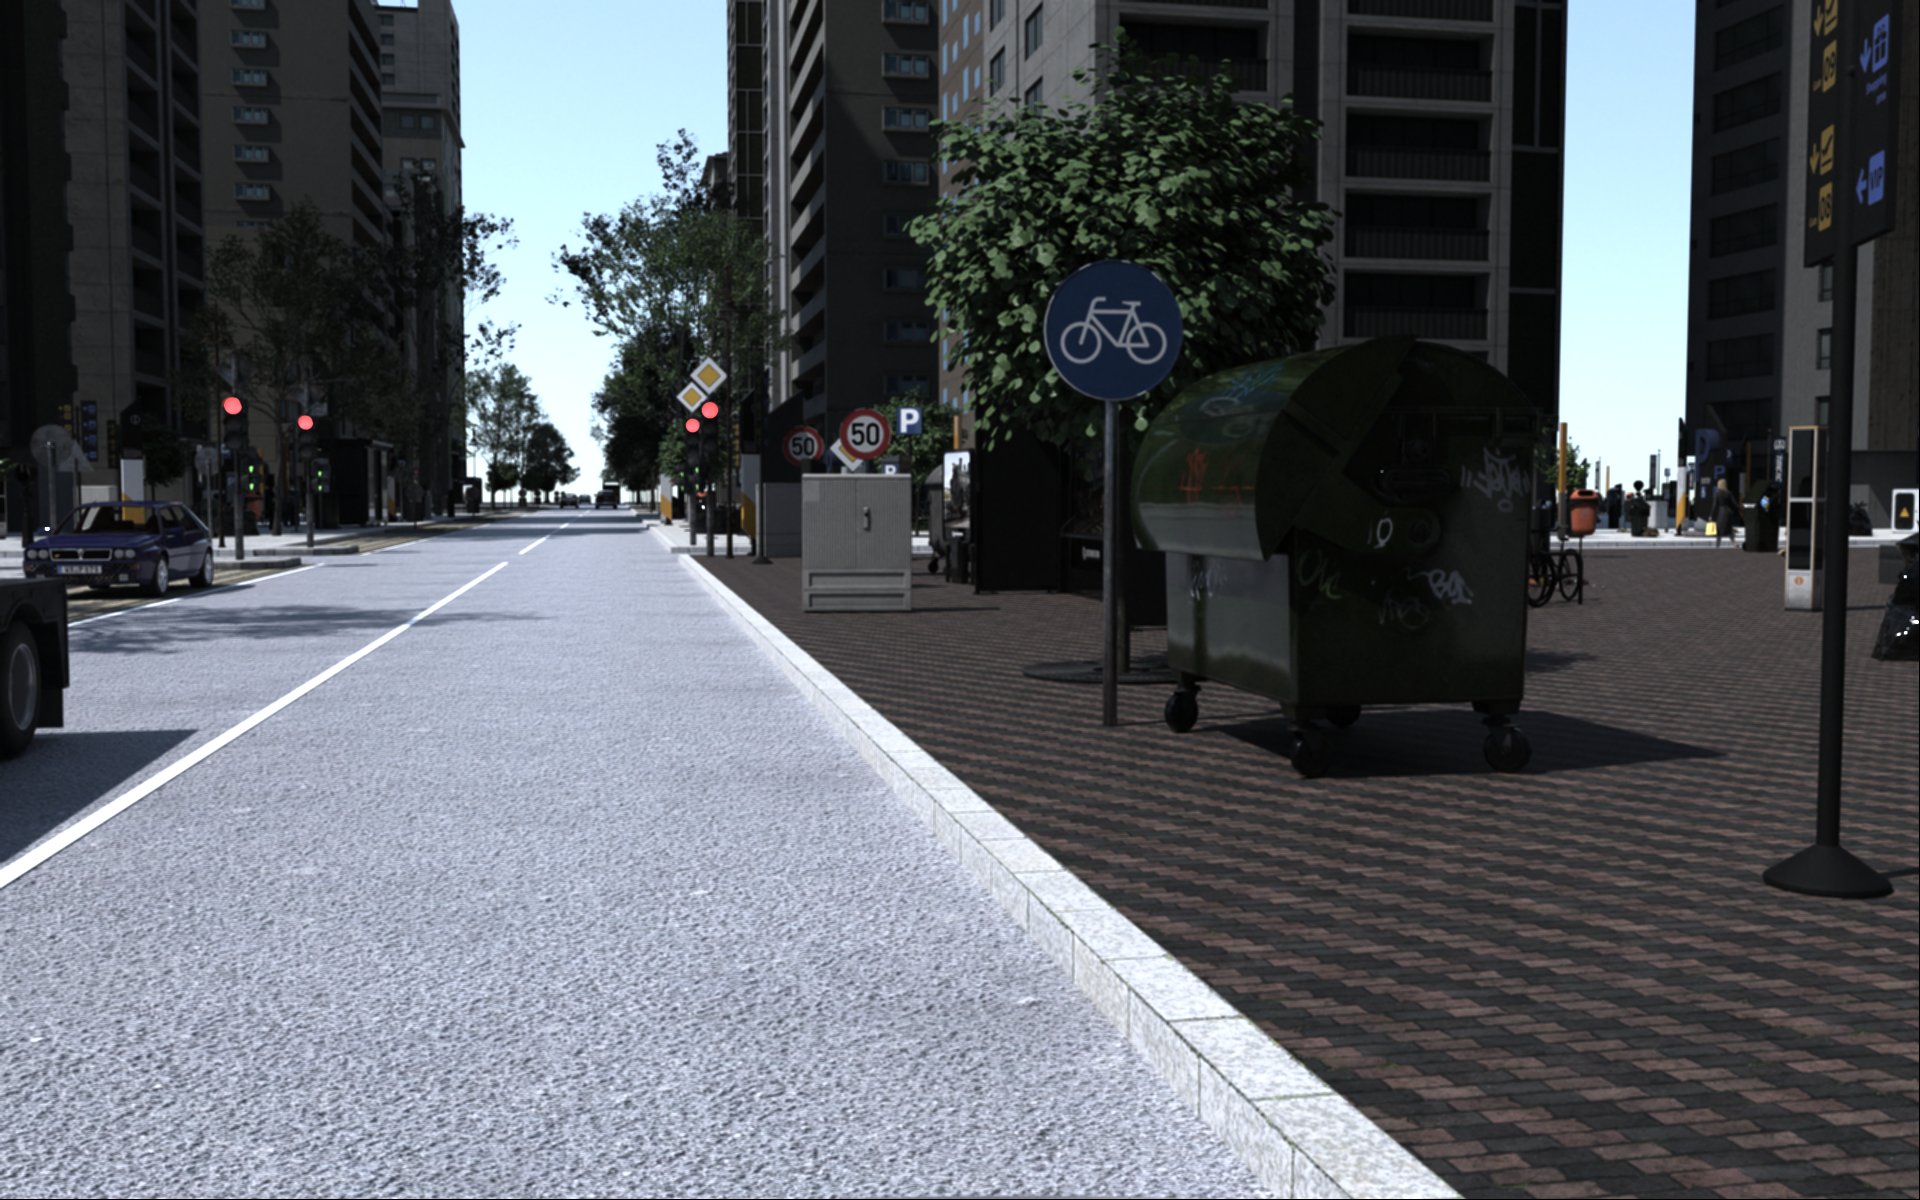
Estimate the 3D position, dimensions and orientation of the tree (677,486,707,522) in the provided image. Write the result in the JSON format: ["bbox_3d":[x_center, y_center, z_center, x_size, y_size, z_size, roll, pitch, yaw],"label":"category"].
[{"bbox_3d":[-12.476,-5.242,80.311,1.663,3.219,1.824,0,3,0],"label":"tree"}]

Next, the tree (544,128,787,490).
[{"bbox_3d":[-15.681,-14.467,92.418,12.611,20.169,13.585,0,3,0],"label":"tree"}]

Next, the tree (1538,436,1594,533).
[{"bbox_3d":[20.098,-3.822,57.097,1.663,3.219,1.824,0,3,0],"label":"tree"}]

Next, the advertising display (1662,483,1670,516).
[{"bbox_3d":[41.157,-5.829,100.515,0.974,1.923,0.123,-1,4,-19],"label":"advertising display"}]

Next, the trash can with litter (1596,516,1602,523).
[{"bbox_3d":[28.037,-4.027,77.234,1.055,1.170,0.624,-1,4,-12],"label":"trash can with litter"}]

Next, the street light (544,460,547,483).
[{"bbox_3d":[-56.455,-16.100,236.030,0.468,5.910,1.993,-1,4,-11],"label":"street light"}]

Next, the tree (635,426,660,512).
[{"bbox_3d":[-21.656,-10.644,124.383,4.360,8.622,3.978,0,3,0],"label":"tree"}]

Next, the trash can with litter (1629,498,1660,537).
[{"bbox_3d":[20.482,-2.465,51.692,0.624,1.170,1.055,-1,4,-16],"label":"trash can with litter"}]

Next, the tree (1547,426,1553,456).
[{"bbox_3d":[16.603,-4.286,53.787,4.285,4.588,4.351,0,3,0],"label":"tree"}]

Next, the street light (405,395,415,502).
[{"bbox_3d":[-25.185,-6.534,79.626,0.468,5.910,1.993,-1,4,-11],"label":"street light"}]

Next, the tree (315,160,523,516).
[{"bbox_3d":[-31.731,-15.001,101.157,12.611,20.169,13.585,0,3,0],"label":"tree"}]

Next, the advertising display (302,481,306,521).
[{"bbox_3d":[-31.353,-4.813,83.906,0.123,1.923,0.974,3,5,42],"label":"advertising display"}]

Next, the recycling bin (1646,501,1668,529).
[{"bbox_3d":[25.599,-3.143,63.936,0.722,1.027,0.722,-2,4,-31],"label":"recycling bin"}]

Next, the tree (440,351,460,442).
[{"bbox_3d":[-26.013,-8.101,82.821,4.360,8.622,3.978,0,3,0],"label":"tree"}]

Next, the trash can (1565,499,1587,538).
[{"bbox_3d":[18.135,-2.403,50.944,0.748,1.137,0.748,0,3,0],"label":"trash can"}]

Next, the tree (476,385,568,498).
[{"bbox_3d":[-46.791,-16.760,184.392,12.009,13.543,11.850,0,3,0],"label":"tree"}]

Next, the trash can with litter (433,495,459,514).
[{"bbox_3d":[-33.335,-6.115,111.038,2.233,1.210,1.678,-1,4,-14],"label":"trash can with litter"}]

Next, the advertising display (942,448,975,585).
[{"bbox_3d":[-0.002,-1.195,24.760,0.123,1.923,0.974,-2,4,-25],"label":"advertising display"}]

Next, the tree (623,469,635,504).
[{"bbox_3d":[-29.776,-11.009,163.714,4.285,4.588,4.351,0,3,0],"label":"tree"}]

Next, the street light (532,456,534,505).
[{"bbox_3d":[-48.819,-13.773,197.967,0.468,5.910,1.993,-1,4,-11],"label":"street light"}]

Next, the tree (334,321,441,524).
[{"bbox_3d":[-24.380,-7.520,73.315,4.360,8.622,3.978,0,3,0],"label":"tree"}]

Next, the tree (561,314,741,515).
[{"bbox_3d":[-18.336,-11.666,107.750,9.611,12.733,9.660,0,3,0],"label":"tree"}]

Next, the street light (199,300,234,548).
[{"bbox_3d":[-17.702,-4.194,41.366,0.468,5.910,1.993,-1,4,-11],"label":"street light"}]

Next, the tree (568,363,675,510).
[{"bbox_3d":[-24.130,-13.788,135.796,12.009,13.543,11.850,0,3,0],"label":"tree"}]

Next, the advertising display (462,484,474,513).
[{"bbox_3d":[-32.596,-6.705,114.839,0.974,1.923,0.123,2,4,31],"label":"advertising display"}]

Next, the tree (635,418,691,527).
[{"bbox_3d":[-10.239,-5.128,67.564,4.285,4.588,4.351,0,3,0],"label":"tree"}]

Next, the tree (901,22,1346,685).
[{"bbox_3d":[1.203,-1.748,12.290,4.285,4.588,4.351,0,3,0],"label":"tree"}]

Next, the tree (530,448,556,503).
[{"bbox_3d":[-62.557,-18.946,260.129,4.360,8.622,3.978,0,3,0],"label":"tree"}]

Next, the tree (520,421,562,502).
[{"bbox_3d":[-64.326,-21.586,269.940,9.611,12.733,9.660,0,3,0],"label":"tree"}]

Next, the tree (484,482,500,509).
[{"bbox_3d":[-41.002,-9.616,151.820,1.663,3.219,1.824,0,3,0],"label":"tree"}]

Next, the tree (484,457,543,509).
[{"bbox_3d":[-38.933,-10.028,147.674,4.285,4.588,4.351,0,3,0],"label":"tree"}]

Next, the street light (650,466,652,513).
[{"bbox_3d":[-20.830,-8.803,116.720,0.468,5.910,1.993,-1,4,-11],"label":"street light"}]

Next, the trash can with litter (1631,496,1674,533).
[{"bbox_3d":[22.800,-2.845,57.577,2.233,1.210,1.678,1,4,18],"label":"trash can with litter"}]

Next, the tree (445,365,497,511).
[{"bbox_3d":[-35.819,-12.678,133.038,9.928,11.665,9.643,0,3,0],"label":"tree"}]

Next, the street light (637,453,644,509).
[{"bbox_3d":[-28.012,-11.005,152.716,0.468,5.910,1.993,-1,4,-11],"label":"street light"}]

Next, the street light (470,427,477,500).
[{"bbox_3d":[-32.806,-8.823,117.046,0.468,5.910,1.993,-1,4,-11],"label":"street light"}]

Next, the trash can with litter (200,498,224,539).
[{"bbox_3d":[-21.755,-2.380,50.299,0.624,1.170,1.055,-1,4,-18],"label":"trash can with litter"}]

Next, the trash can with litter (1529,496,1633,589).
[{"bbox_3d":[8.414,-0.825,24.539,1.678,1.210,2.233,2,4,30],"label":"trash can with litter"}]

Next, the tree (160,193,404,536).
[{"bbox_3d":[-20.746,-7.265,53.193,7.601,10.594,8.767,-1,4,-22],"label":"tree"}]

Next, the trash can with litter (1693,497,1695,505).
[{"bbox_3d":[42.447,-5.415,99.929,0.624,1.170,1.055,0,4,7],"label":"trash can with litter"}]

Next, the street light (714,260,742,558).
[{"bbox_3d":[-4.594,-3.768,34.394,0.468,5.910,1.993,-1,4,-11],"label":"street light"}]

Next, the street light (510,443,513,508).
[{"bbox_3d":[-40.297,-11.170,155.409,0.468,5.910,1.993,-1,4,-11],"label":"street light"}]

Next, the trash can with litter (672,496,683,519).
[{"bbox_3d":[-14.653,-4.785,89.622,0.624,1.170,1.055,-3,5,-39],"label":"trash can with litter"}]

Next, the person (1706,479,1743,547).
[{"bbox_3d":[19.123,-2.064,42.470,1.509,1.804,0.699,2,4,27],"label":"person"}]

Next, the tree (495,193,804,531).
[{"bbox_3d":[-9.057,-8.201,59.845,9.928,11.665,9.643,0,3,0],"label":"tree"}]

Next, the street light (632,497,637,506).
[{"bbox_3d":[-35.652,-13.354,191.117,0.468,5.910,1.993,-1,4,-11],"label":"street light"}]

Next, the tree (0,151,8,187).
[{"bbox_3d":[-13.419,-5.040,16.820,7.601,10.594,8.767,-3,5,-43],"label":"tree"}]

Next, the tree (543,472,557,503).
[{"bbox_3d":[-53.065,-14.120,214.581,4.285,4.588,4.351,0,3,0],"label":"tree"}]

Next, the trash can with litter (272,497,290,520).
[{"bbox_3d":[-36.302,-4.934,92.066,0.624,1.170,1.055,0,4,2],"label":"trash can with litter"}]

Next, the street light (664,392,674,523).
[{"bbox_3d":[-13.082,-6.429,77.902,0.468,5.910,1.993,-1,4,-11],"label":"street light"}]
